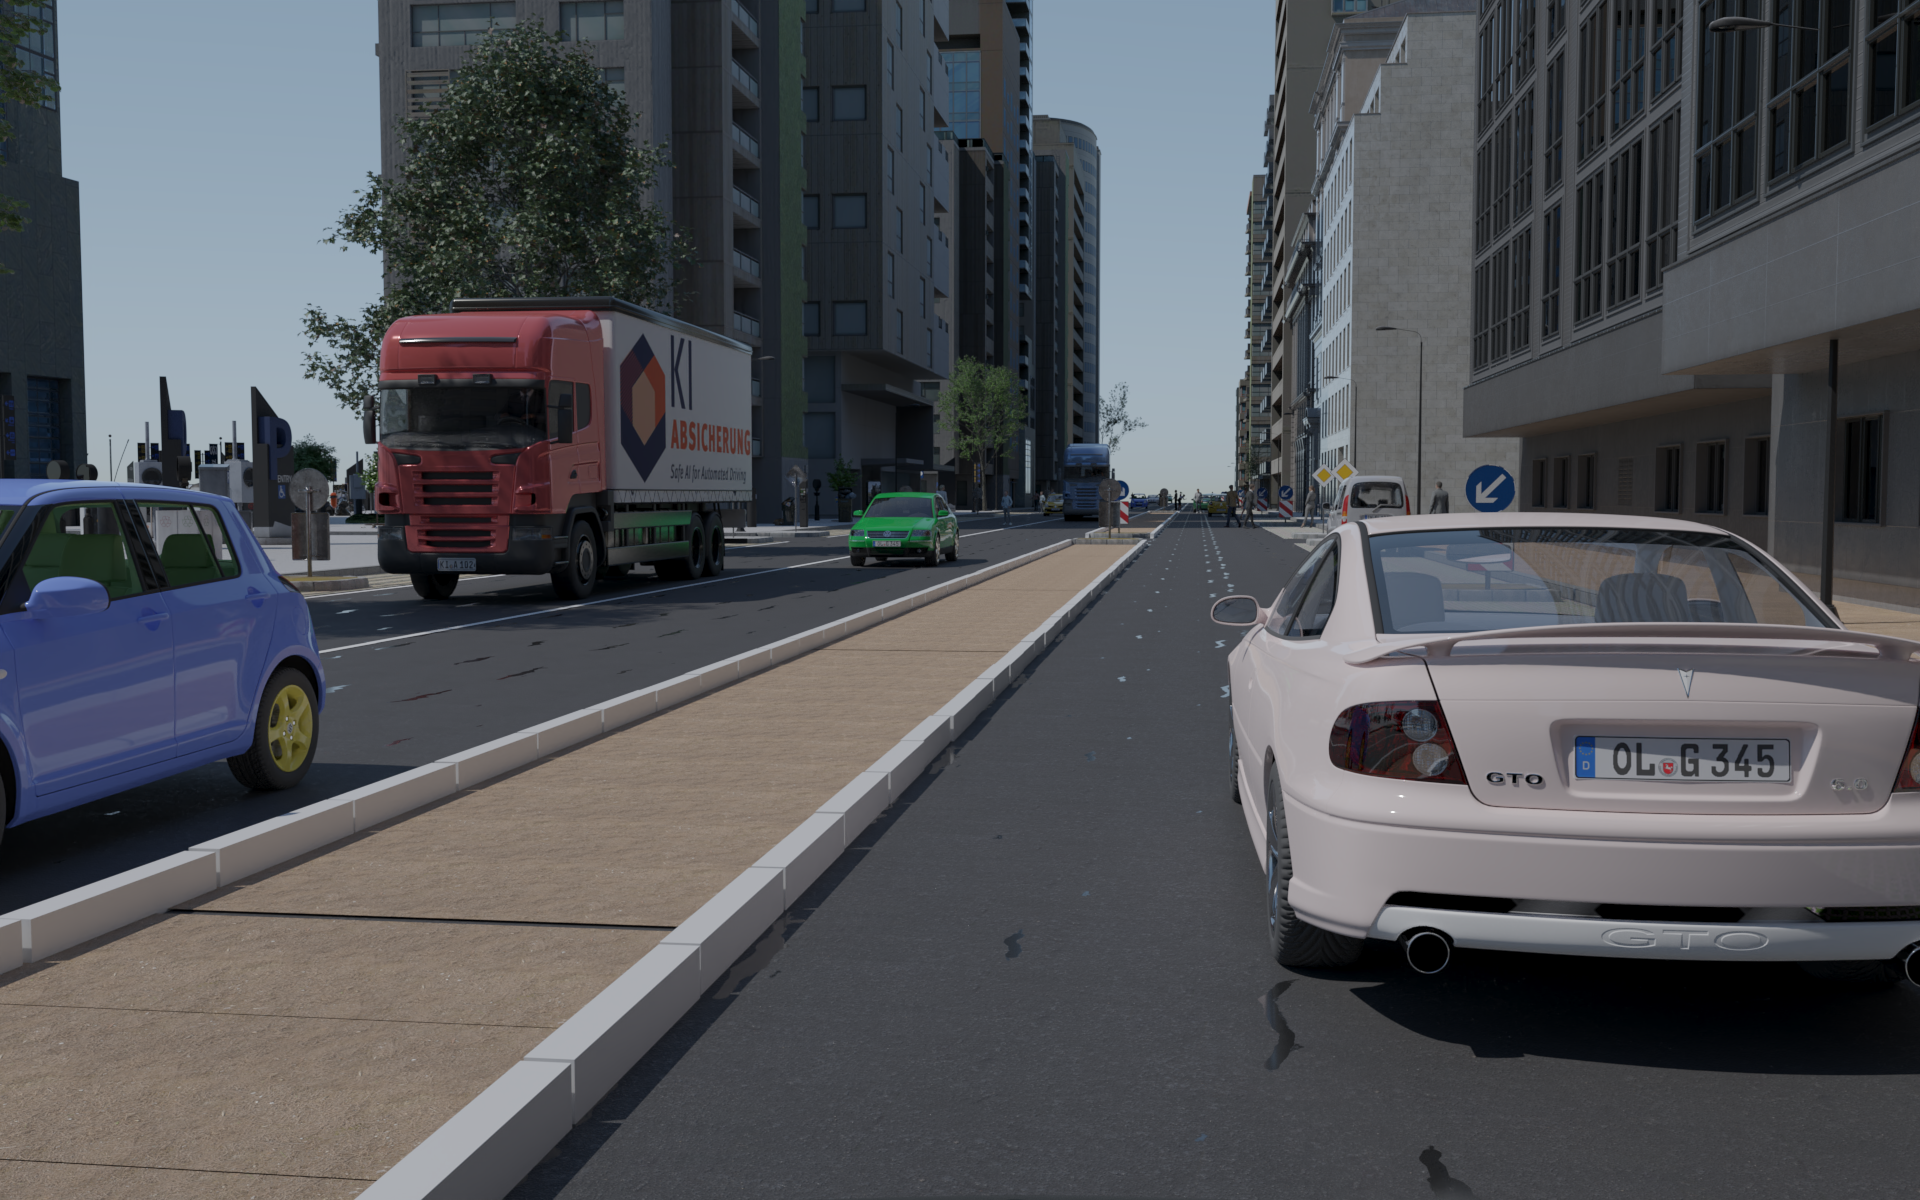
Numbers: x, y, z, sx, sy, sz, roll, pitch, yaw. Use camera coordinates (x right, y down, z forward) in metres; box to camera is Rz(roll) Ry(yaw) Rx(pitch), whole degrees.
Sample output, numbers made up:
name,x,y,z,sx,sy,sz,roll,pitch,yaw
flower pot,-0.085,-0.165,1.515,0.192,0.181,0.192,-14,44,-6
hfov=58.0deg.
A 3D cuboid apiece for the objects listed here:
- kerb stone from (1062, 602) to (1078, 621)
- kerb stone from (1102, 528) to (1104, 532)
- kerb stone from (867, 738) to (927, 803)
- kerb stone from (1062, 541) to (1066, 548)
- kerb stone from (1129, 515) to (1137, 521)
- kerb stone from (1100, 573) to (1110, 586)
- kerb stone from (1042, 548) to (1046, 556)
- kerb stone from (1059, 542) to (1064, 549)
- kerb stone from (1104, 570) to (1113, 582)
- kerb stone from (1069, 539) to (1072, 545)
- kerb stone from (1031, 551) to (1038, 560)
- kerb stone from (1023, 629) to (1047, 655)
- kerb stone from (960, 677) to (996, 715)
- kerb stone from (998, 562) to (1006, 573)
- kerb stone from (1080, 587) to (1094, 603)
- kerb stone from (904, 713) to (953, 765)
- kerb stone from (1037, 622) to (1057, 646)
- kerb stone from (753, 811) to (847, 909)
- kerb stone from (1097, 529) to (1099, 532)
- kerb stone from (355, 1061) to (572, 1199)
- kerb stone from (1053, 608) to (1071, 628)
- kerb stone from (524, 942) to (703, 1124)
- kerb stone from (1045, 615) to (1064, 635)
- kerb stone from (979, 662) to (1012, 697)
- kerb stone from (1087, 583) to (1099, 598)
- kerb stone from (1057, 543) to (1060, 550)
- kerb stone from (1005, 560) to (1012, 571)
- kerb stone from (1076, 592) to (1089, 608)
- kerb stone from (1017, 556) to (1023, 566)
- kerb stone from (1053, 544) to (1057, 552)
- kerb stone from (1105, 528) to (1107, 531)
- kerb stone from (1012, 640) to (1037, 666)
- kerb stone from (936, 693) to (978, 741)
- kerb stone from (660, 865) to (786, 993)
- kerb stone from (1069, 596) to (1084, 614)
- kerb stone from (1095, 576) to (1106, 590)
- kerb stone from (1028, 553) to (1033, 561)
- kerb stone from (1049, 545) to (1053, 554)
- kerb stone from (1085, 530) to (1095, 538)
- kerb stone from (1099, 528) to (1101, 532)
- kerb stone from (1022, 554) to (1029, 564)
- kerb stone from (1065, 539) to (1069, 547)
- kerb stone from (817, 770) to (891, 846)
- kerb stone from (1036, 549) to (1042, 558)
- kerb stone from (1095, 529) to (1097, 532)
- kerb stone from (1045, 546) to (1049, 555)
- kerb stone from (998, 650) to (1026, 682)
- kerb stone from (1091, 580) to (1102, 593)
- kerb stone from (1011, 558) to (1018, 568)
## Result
name,x,y,z,sx,sy,sz,roll,pitch,yaw
kerb stone,1.220,0.155,19.678,0.120,0.150,1.000,0,4,8
kerb stone,5.067,-2.509,63.225,0.120,0.150,1.000,0,4,8
kerb stone,-0.313,0.837,8.504,0.120,0.150,1.000,0,4,8
kerb stone,2.628,-1.415,45.398,0.120,0.150,1.000,0,4,8
kerb stone,9.653,-4.559,96.732,0.120,0.150,1.000,0,4,8
kerb stone,2.192,-0.281,26.790,0.120,0.150,1.000,0,4,8
kerb stone,1.788,-1.046,39.303,0.120,0.150,1.000,0,4,8
kerb stone,2.492,-1.355,44.384,0.120,0.150,1.000,0,4,8
kerb stone,2.328,-0.343,27.804,0.120,0.150,1.000,0,4,8
kerb stone,2.901,-1.543,47.426,0.120,0.150,1.000,0,4,8
kerb stone,1.510,-0.919,37.254,0.120,0.150,1.000,0,4,8
kerb stone,0.657,0.403,15.605,0.120,0.150,1.000,0,4,8
kerb stone,0.102,0.656,11.545,0.120,0.150,1.000,0,4,8
kerb stone,0.670,-0.548,31.147,0.120,0.150,1.000,0,4,8
kerb stone,1.630,-0.032,22.722,0.120,0.150,1.000,0,4,8
kerb stone,-0.183,0.775,9.520,0.120,0.150,1.000,0,4,8
kerb stone,0.806,0.347,16.629,0.120,0.150,1.000,0,4,8
kerb stone,-0.592,0.962,6.461,0.120,0.150,1.000,0,4,8
kerb stone,4.657,-2.323,60.180,0.120,0.150,1.000,0,4,8
kerb stone,-1.003,1.148,3.421,0.120,0.150,1.000,0,4,8
kerb stone,1.074,0.217,18.666,0.120,0.150,1.000,0,4,8
kerb stone,-0.866,1.086,4.434,0.120,0.150,1.000,0,4,8
kerb stone,0.935,0.285,17.645,0.120,0.150,1.000,0,4,8
kerb stone,0.245,0.589,12.560,0.120,0.150,1.000,0,4,8
kerb stone,1.778,-0.094,23.734,0.120,0.150,1.000,0,4,8
kerb stone,2.343,-1.295,43.373,0.120,0.150,1.000,0,4,8
kerb stone,0.811,-0.610,32.169,0.120,0.150,1.000,0,4,8
kerb stone,1.497,0.030,21.708,0.120,0.150,1.000,0,4,8
kerb stone,1.093,-0.735,34.206,0.120,0.150,1.000,0,4,8
kerb stone,2.215,-1.233,42.349,0.120,0.150,1.000,0,4,8
kerb stone,5.345,-2.631,65.266,0.120,0.150,1.000,0,4,8
kerb stone,0.519,0.472,14.593,0.120,0.150,1.000,0,4,8
kerb stone,-0.029,0.713,10.531,0.120,0.150,1.000,0,4,8
kerb stone,-0.732,1.024,5.448,0.120,0.150,1.000,0,4,8
kerb stone,1.359,0.092,20.692,0.120,0.150,1.000,0,4,8
kerb stone,2.053,-0.219,25.776,0.120,0.150,1.000,0,4,8
kerb stone,1.363,-0.859,36.242,0.120,0.150,1.000,0,4,8
kerb stone,2.065,-1.167,41.329,0.120,0.150,1.000,0,4,8
kerb stone,4.371,-2.198,58.130,0.120,0.150,1.000,0,4,8
kerb stone,4.789,-2.385,61.194,0.120,0.150,1.000,0,4,8
kerb stone,1.234,-0.797,35.228,0.120,0.150,1.000,0,4,8
kerb stone,2.765,-1.481,46.411,0.120,0.150,1.000,0,4,8
kerb stone,-0.457,0.899,7.491,0.120,0.150,1.000,0,4,8
kerb stone,1.647,-0.983,38.274,0.120,0.150,1.000,0,4,8
kerb stone,4.514,-2.260,59.151,0.120,0.150,1.000,0,4,8
kerb stone,1.922,-1.108,40.317,0.120,0.150,1.000,0,4,8
kerb stone,0.390,0.530,13.577,0.120,0.150,1.000,0,4,8
kerb stone,1.912,-0.152,24.764,0.120,0.150,1.000,0,4,8
kerb stone,0.951,-0.673,33.193,0.120,0.150,1.000,0,4,8
